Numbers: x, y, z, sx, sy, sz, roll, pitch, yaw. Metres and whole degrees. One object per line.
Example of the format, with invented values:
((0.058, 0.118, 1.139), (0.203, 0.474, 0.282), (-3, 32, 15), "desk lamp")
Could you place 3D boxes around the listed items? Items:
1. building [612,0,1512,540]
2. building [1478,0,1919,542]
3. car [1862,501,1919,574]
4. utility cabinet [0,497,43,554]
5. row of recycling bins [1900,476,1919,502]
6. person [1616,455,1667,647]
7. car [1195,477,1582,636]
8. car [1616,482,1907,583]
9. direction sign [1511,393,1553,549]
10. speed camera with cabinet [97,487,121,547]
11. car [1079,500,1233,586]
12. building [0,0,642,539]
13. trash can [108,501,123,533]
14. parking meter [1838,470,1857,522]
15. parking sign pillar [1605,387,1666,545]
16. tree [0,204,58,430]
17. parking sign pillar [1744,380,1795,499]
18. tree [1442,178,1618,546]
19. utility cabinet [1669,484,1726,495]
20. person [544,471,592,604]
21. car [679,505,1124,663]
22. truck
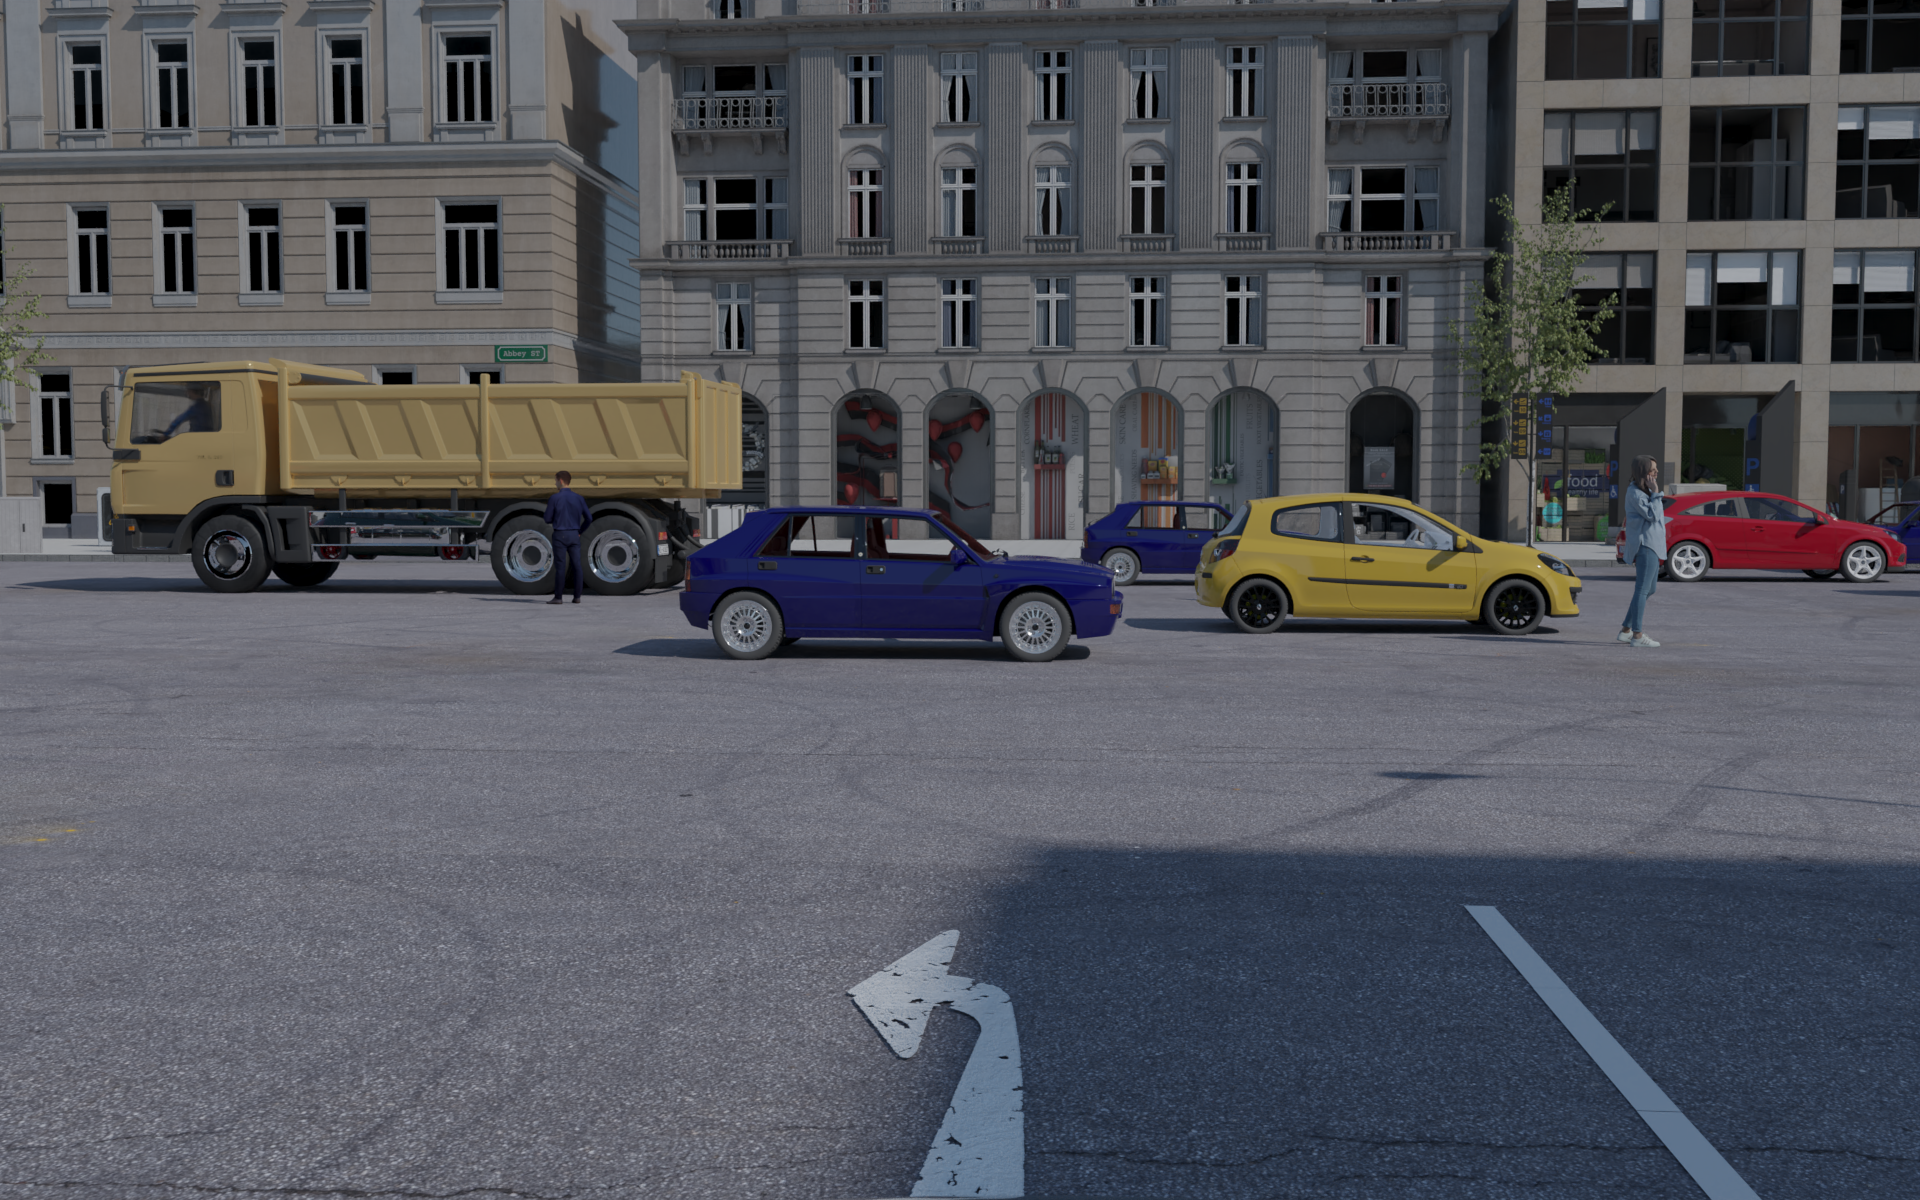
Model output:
((3.060, -12.918, 53.003), (24.055, 21.916, 13.314), (0, 4, 5), "building")
((32.361, -15.215, 53.287), (34.151, 26.468, 19.350), (0, 4, 5), "building")
((17.519, -1.162, 31.585), (3.894, 1.354, 1.945), (0, 4, 4), "car")
((-20.486, -1.613, 37.536), (1.020, 1.237, 0.306), (-1, 4, -20), "utility cabinet")
((21.868, -1.860, 37.521), (1.069, 1.692, 3.534), (-1, 4, -15), "row of recycling bins")
((6.396, -0.459, 16.267), (0.793, 1.790, 0.793), (0, 4, -5), "person")
((4.504, -0.499, 18.385), (3.980, 1.641, 2.015), (0, 4, 4), "car")
((13.292, -1.205, 28.750), (4.494, 1.783, 2.155), (0, 4, 4), "car")
((12.791, -2.862, 38.796), (0.876, 3.537, 0.379), (0, 4, 8), "direction sign")
((-20.000, -2.937, 42.364), (2.038, 3.252, 0.660), (0, 4, 2), "speed camera with cabinet")
((3.848, -0.916, 27.557), (3.894, 1.354, 1.945), (0, 4, 5), "car")
((-20.320, -16.422, 54.396), (20.117, 28.700, 13.634), (0, 4, 5), "building")
((-18.487, -1.636, 38.402), (0.748, 1.137, 0.748), (0, 3, 0), "trash can")
((21.351, -2.200, 41.688), (0.255, 1.863, 0.399), (0, 4, 4), "parking meter")
((17.059, -3.375, 43.647), (1.447, 3.967, 1.447), (-1, 4, -13), "parking sign pillar")
((-24.048, -5.562, 41.296), (4.737, 8.622, 4.395), (0, 3, 0), "tree")
((19.024, -3.196, 40.735), (1.447, 3.967, 1.447), (-2, 4, -33), "parking sign pillar")
((13.598, -5.558, 41.243), (4.737, 8.622, 4.395), (0, 3, 0), "tree")
((15.798, -1.740, 37.120), (1.173, 1.500, 0.318), (-1, 4, -11), "utility cabinet")
((-5.174, -0.822, 22.650), (0.504, 1.737, 0.576), (3, 5, 39), "person")
((-0.480, -0.185, 15.609), (3.894, 1.354, 1.945), (0, 4, 4), "car")
((-8.303, -1.828, 25.817), (9.791, 3.379, 3.469), (0, 4, 6), "truck")
